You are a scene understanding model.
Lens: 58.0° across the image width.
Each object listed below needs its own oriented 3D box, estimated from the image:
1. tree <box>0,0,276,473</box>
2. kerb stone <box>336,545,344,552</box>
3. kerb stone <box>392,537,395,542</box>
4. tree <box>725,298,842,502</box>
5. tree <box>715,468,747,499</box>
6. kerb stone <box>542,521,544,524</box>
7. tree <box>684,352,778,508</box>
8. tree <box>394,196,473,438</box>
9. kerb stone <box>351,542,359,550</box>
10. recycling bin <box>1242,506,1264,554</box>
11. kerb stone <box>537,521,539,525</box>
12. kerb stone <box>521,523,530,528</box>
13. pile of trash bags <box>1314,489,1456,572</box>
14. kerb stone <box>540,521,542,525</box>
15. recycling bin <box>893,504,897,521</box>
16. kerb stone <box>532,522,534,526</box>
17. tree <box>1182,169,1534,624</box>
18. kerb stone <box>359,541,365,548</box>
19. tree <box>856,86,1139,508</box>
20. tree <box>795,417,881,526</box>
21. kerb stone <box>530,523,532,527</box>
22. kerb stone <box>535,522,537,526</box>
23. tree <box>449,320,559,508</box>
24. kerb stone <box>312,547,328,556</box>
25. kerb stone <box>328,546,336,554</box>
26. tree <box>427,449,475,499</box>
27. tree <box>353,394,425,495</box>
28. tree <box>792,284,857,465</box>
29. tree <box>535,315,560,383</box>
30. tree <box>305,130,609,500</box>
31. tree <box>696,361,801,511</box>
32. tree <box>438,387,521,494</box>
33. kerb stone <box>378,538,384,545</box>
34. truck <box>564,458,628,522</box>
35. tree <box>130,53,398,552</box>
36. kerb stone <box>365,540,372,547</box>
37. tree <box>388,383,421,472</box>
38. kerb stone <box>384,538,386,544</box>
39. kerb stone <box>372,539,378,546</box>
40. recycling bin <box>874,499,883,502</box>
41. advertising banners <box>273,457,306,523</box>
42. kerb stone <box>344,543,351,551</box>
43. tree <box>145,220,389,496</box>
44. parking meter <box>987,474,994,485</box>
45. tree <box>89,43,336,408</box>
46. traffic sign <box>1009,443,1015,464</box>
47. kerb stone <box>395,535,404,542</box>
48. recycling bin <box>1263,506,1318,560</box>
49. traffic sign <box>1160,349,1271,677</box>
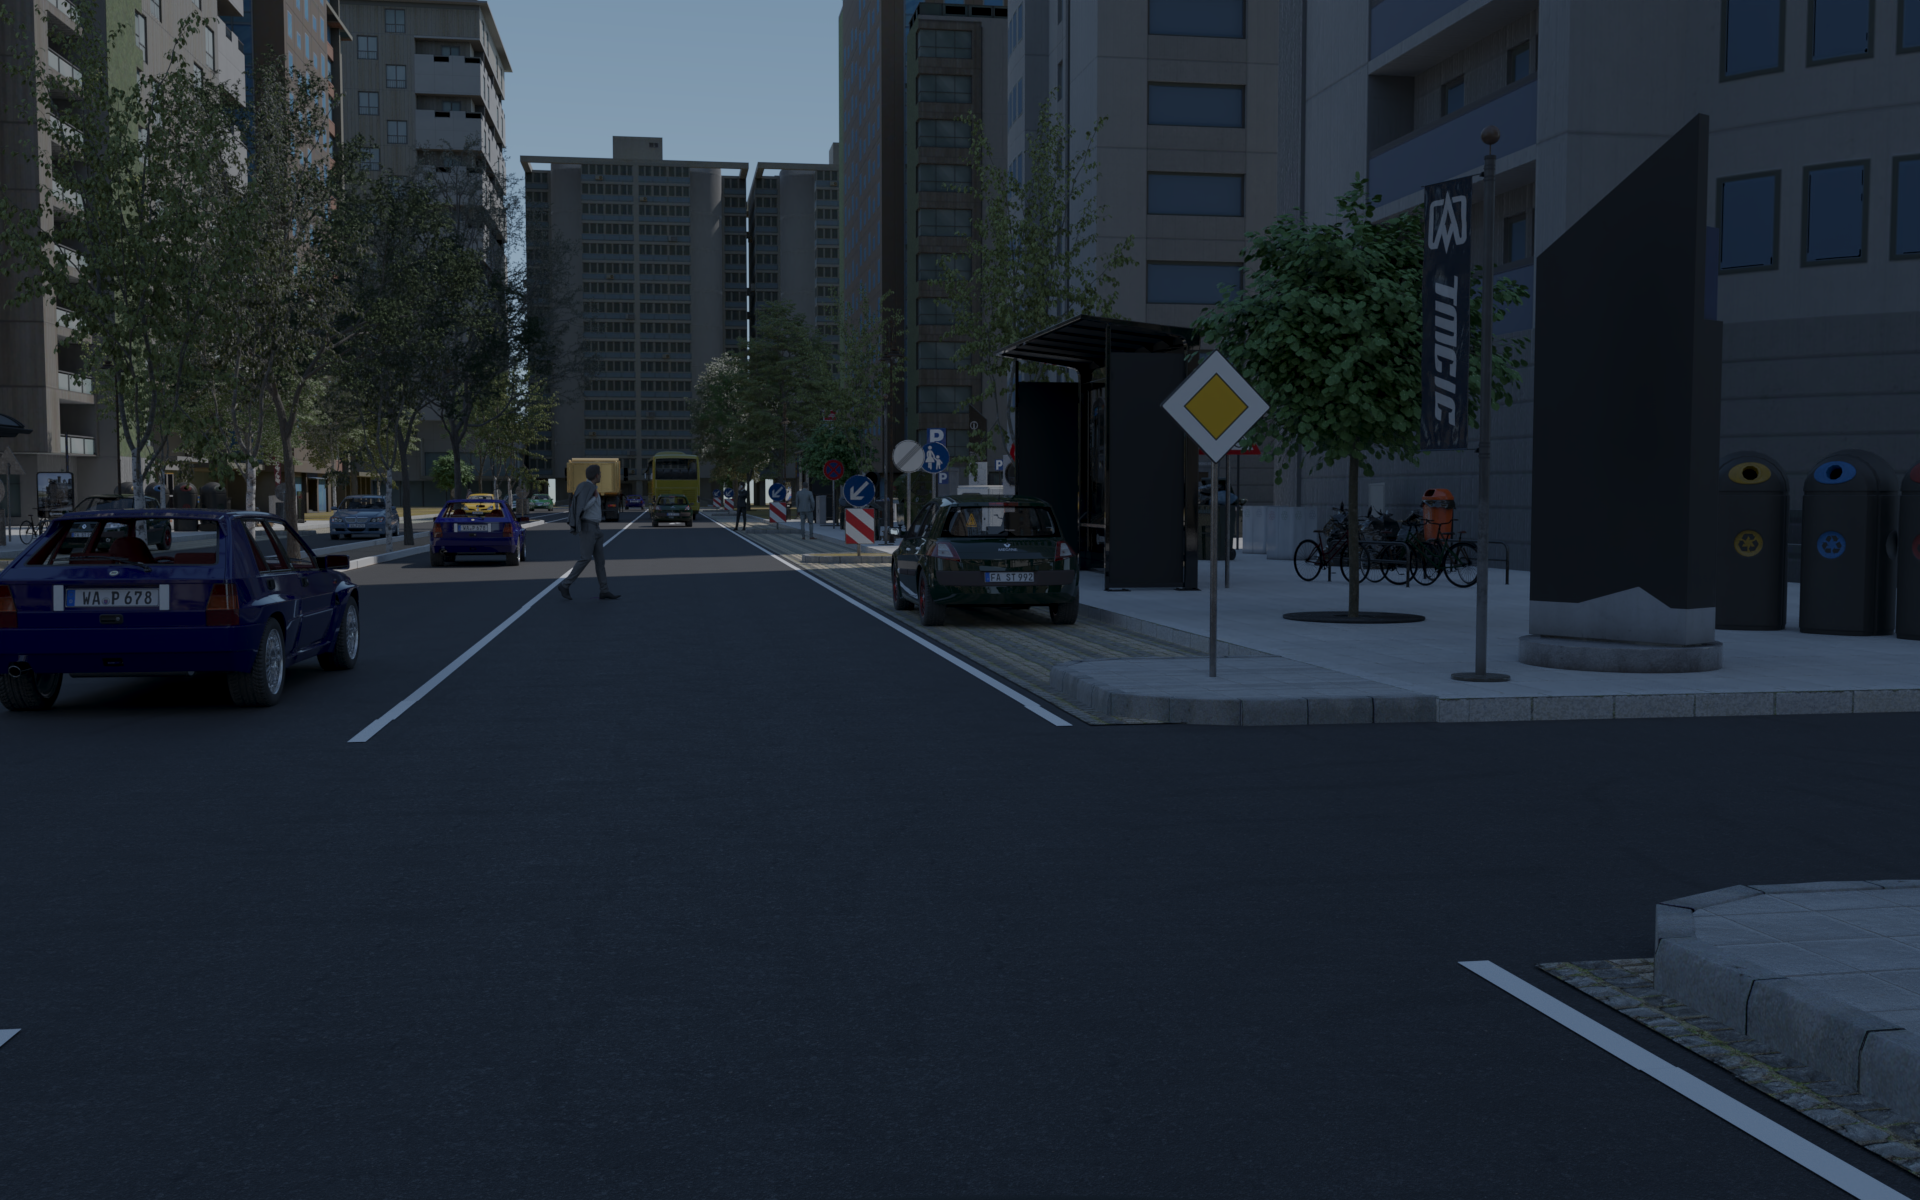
[{"bbox_3d":[-11.325,-4.334,23.687,4.737,8.622,4.395,0,3,0],"label":"tree"},{"bbox_3d":[-15.351,-1.244,42.541,0.120,0.150,1.000,-1,4,-10],"label":"kerb stone"},{"bbox_3d":[-16.714,-1.737,50.613,0.120,0.150,1.000,-1,4,-10],"label":"kerb stone"},{"bbox_3d":[-10.154,-11.187,101.041,7.486,12.596,7.792,0,3,0],"label":"tree"},{"bbox_3d":[-21.483,-10.988,163.363,4.285,4.588,4.351,0,3,0],"label":"tree"},{"bbox_3d":[-19.776,-3.614,81.378,0.120,0.150,1.000,-1,4,-10],"label":"kerb stone"},{"bbox_3d":[-20.043,-15.163,154.567,9.857,13.997,8.962,0,3,0],"label":"tree"},{"bbox_3d":[-13.996,-5.472,42.279,4.360,8.622,3.978,0,3,0],"label":"tree"},{"bbox_3d":[-15.691,-1.368,44.560,0.120,0.150,1.000,-1,4,-10],"label":"kerb stone"},{"bbox_3d":[6.569,-1.510,37.249,0.722,1.027,0.722,-2,4,-33],"label":"recycling bin"},{"bbox_3d":[-19.263,-3.434,78.349,0.120,0.150,1.000,-1,4,-10],"label":"kerb stone"},{"bbox_3d":[-18.410,-3.121,73.300,0.120,0.150,1.000,-1,4,-10],"label":"kerb stone"},{"bbox_3d":[7.569,-1.233,29.909,1.912,1.369,3.447,-1,4,-13],"label":"pile of trash bags"},{"bbox_3d":[-19.601,-3.558,80.371,0.120,0.150,1.000,-1,4,-10],"label":"kerb stone"},{"bbox_3d":[-3.310,-4.350,83.675,0.722,1.027,0.722,2,4,27],"label":"recycling bin"},{"bbox_3d":[-18.750,-3.250,75.325,0.120,0.150,1.000,-1,4,-10],"label":"kerb stone"},{"bbox_3d":[4.025,-2.082,17.760,4.285,4.588,4.351,0,3,0],"label":"tree"},{"bbox_3d":[-15.862,-1.430,45.568,0.120,0.150,1.000,-1,4,-10],"label":"kerb stone"},{"bbox_3d":[1.203,-5.009,32.257,4.737,8.622,4.395,0,3,0],"label":"tree"},{"bbox_3d":[-4.861,-5.235,69.311,4.285,4.588,4.351,0,3,0],"label":"tree"},{"bbox_3d":[-18.585,-3.186,74.307,0.120,0.150,1.000,-1,4,-10],"label":"kerb stone"},{"bbox_3d":[-19.092,-3.373,77.341,0.120,0.150,1.000,-1,4,-10],"label":"kerb stone"},{"bbox_3d":[-18.856,-7.323,72.544,4.737,8.622,4.395,0,3,0],"label":"tree"},{"bbox_3d":[-15.008,-1.121,40.525,0.120,0.150,1.000,-1,4,-10],"label":"kerb stone"},{"bbox_3d":[-15.179,-1.180,41.533,0.120,0.150,1.000,-1,4,-10],"label":"kerb stone"},{"bbox_3d":[-37.033,-8.685,125.711,4.285,4.588,4.351,0,3,0],"label":"tree"},{"bbox_3d":[-33.672,-9.204,100.851,4.737,8.622,4.395,0,3,0],"label":"tree"},{"bbox_3d":[-3.524,-6.682,59.614,4.737,8.622,4.395,0,3,0],"label":"tree"},{"bbox_3d":[-15.343,-6.806,48.147,8.767,10.594,7.601,-1,4,-10],"label":"tree"},{"bbox_3d":[-16.947,-8.889,58.155,12.009,13.543,11.850,0,3,0],"label":"tree"},{"bbox_3d":[-15.922,-12.576,131.365,9.928,11.665,9.643,0,3,0],"label":"tree"},{"bbox_3d":[-42.415,-13.912,153.223,9.928,11.665,9.643,0,3,0],"label":"tree"},{"bbox_3d":[-16.367,-1.615,48.595,0.120,0.150,1.000,-1,4,-10],"label":"kerb stone"},{"bbox_3d":[-19.478,-5.905,92.469,3.469,3.379,9.791,-1,4,-11],"label":"truck"},{"bbox_3d":[-11.906,-4.657,28.964,4.360,8.622,3.978,0,3,0],"label":"tree"},{"bbox_3d":[-16.032,-1.491,46.576,0.120,0.150,1.000,-1,4,-10],"label":"kerb stone"},{"bbox_3d":[-33.081,-10.697,93.020,7.486,12.596,7.792,0,3,0],"label":"tree"},{"bbox_3d":[-16.544,-1.676,49.603,0.120,0.150,1.000,-1,4,-10],"label":"kerb stone"},{"bbox_3d":[-16.209,-1.546,47.586,0.120,0.150,1.000,-1,4,-10],"label":"kerb stone"},{"bbox_3d":[-3.675,-3.842,75.366,0.722,1.027,0.722,-1,4,-22],"label":"recycling bin"},{"bbox_3d":[-29.645,-4.915,76.545,2.074,3.025,0.090,2,4,31],"label":"advertising banners"},{"bbox_3d":[-15.521,-1.303,43.550,0.120,0.150,1.000,-1,4,-10],"label":"kerb stone"},{"bbox_3d":[-28.834,-9.265,69.612,7.486,12.596,7.792,0,3,0],"label":"tree"},{"bbox_3d":[0.762,-2.701,49.876,0.399,1.863,0.255,2,4,34],"label":"parking meter"},{"bbox_3d":[-13.405,-5.990,34.807,8.767,10.594,7.601,-1,4,-10],"label":"tree"},{"bbox_3d":[1.463,-2.319,38.016,0.768,2.556,0.104,0,4,-1],"label":"traffic sign"},{"bbox_3d":[-17.056,-1.854,52.630,0.120,0.150,1.000,-1,4,-10],"label":"kerb stone"},{"bbox_3d":[6.493,-1.304,33.881,0.722,1.027,0.722,-2,4,-34],"label":"recycling bin"},{"bbox_3d":[1.771,-0.517,12.089,0.795,2.450,0.064,-1,4,-10],"label":"traffic sign"}]
